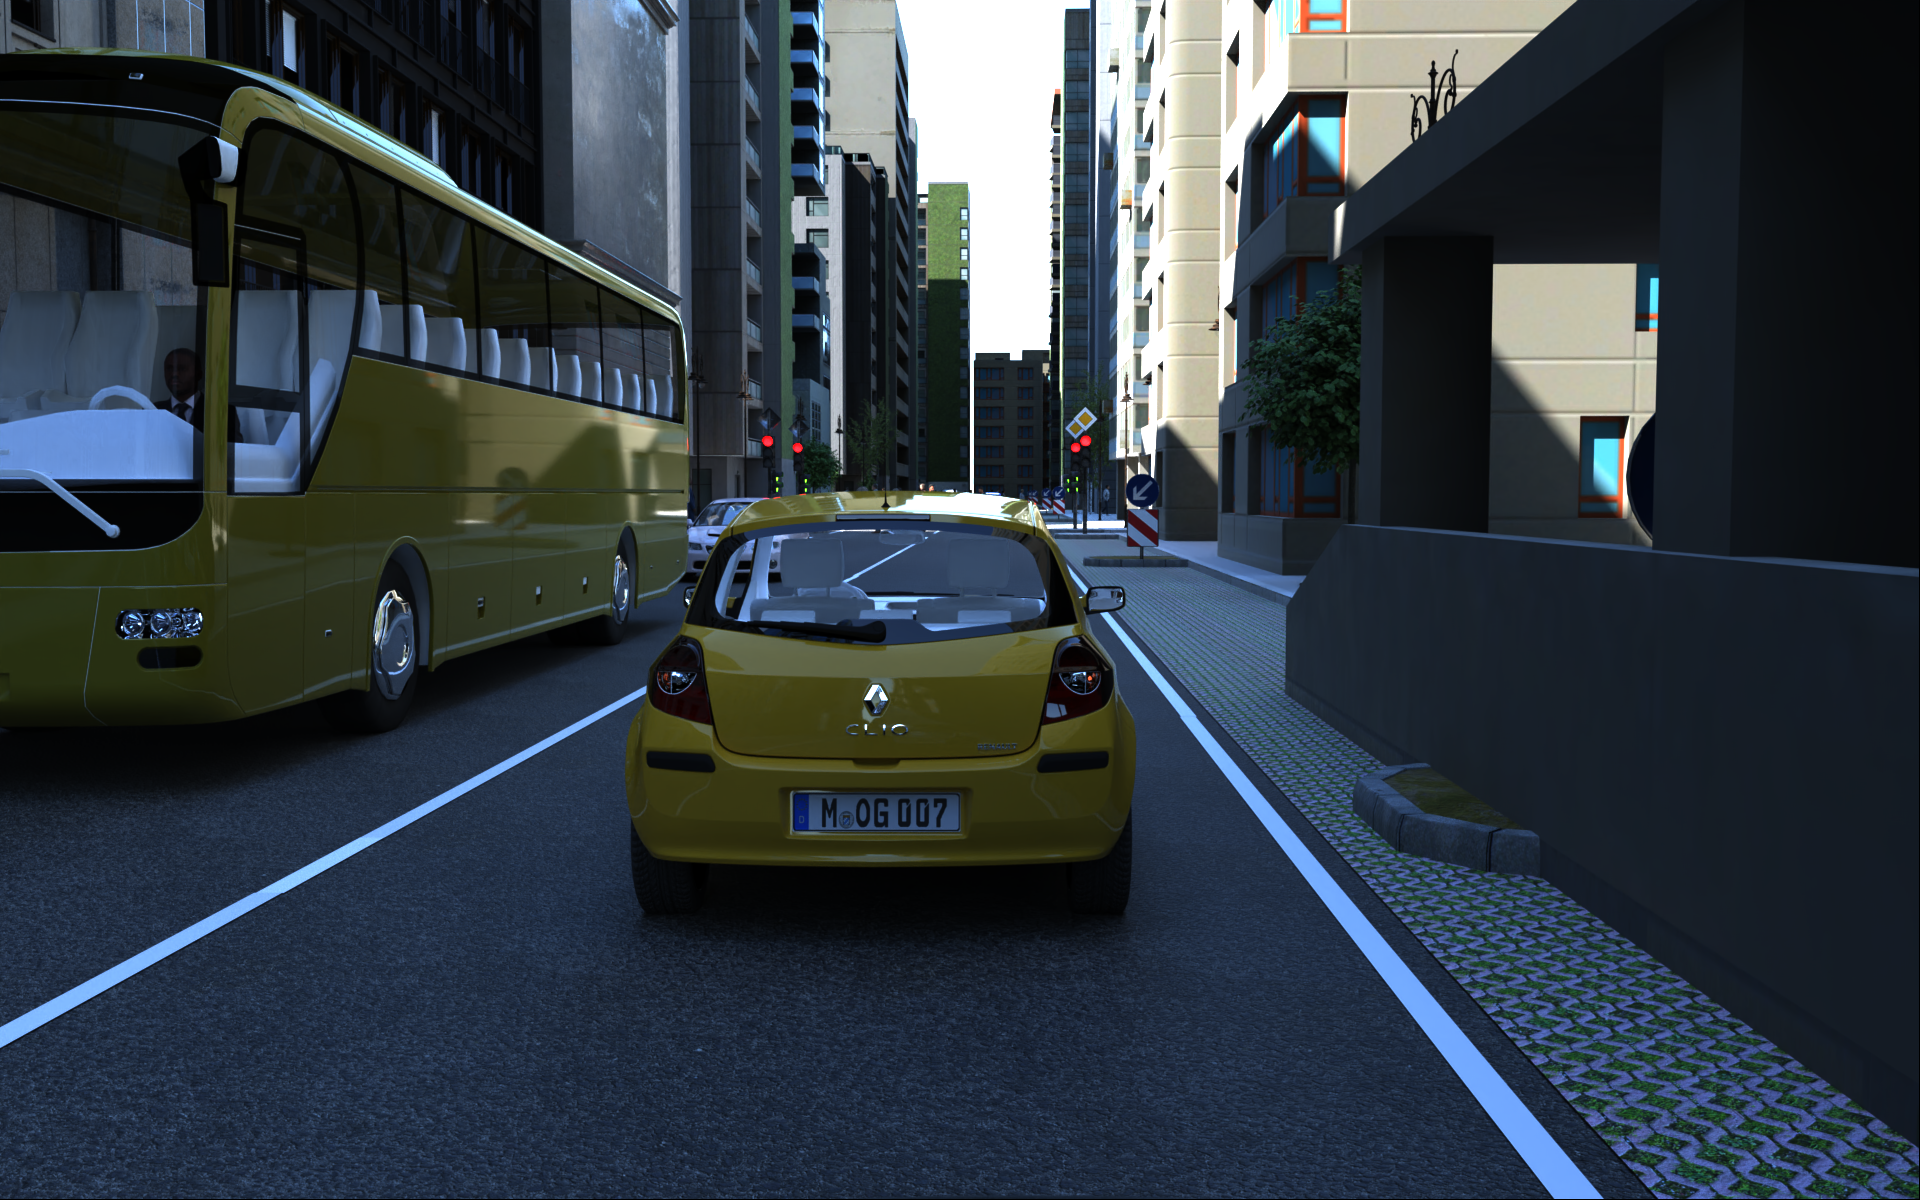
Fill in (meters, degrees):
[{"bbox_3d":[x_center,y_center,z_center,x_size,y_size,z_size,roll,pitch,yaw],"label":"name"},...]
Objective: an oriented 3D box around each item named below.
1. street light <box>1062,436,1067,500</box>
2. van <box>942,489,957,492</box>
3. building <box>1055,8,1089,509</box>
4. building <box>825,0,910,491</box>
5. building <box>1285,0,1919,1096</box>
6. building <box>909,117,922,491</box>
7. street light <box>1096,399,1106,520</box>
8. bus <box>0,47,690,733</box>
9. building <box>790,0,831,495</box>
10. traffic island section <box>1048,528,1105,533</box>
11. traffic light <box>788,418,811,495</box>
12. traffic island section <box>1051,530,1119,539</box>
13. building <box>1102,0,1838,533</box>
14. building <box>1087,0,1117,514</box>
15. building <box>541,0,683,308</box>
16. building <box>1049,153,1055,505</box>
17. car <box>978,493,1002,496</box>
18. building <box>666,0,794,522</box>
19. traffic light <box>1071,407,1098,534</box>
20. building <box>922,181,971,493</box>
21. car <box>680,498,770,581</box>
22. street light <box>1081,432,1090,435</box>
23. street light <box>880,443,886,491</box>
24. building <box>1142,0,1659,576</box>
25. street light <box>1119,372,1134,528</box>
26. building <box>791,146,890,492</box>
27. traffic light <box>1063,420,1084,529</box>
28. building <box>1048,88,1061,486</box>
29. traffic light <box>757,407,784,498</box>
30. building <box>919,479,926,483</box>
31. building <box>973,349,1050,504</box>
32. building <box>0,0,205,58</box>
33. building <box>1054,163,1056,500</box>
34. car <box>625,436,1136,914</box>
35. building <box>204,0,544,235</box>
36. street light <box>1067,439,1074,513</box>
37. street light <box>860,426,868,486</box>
[{"bbox_3d":[8.313,-10.110,138.085,0.468,5.910,1.993,0,4,2],"label":"street light"},{"bbox_3d":[-0.894,-8.533,146.529,2.013,2.044,4.112,0,4,1],"label":"van"},{"bbox_3d":[15.824,-28.520,149.902,14.154,41.232,14.086,0,4,2],"label":"building"},{"bbox_3d":[-16.058,-33.069,164.383,21.300,48.544,21.600,0,4,2],"label":"building"},{"bbox_3d":[18.233,-19.075,3.753,32.217,40.220,23.993,0,4,2],"label":"building"},{"bbox_3d":[-11.762,-30.534,182.825,14.154,41.232,14.086,0,4,2],"label":"building"},{"bbox_3d":[6.805,-6.808,84.097,0.468,5.910,1.993,0,4,2],"label":"street light"},{"bbox_3d":[-4.497,-1.351,13.642,2.896,3.916,12.252,0,4,2],"label":"bus"},{"bbox_3d":[-19.095,-48.772,110.093,22.319,86.520,31.000,0,4,2],"label":"building"},{"bbox_3d":[4.264,-2.542,63.845,2.009,0.180,2.903,0,4,2],"label":"traffic island section"},{"bbox_3d":[-5.933,-4.591,63.990,0.839,4.253,0.868,0,4,2],"label":"traffic light"},{"bbox_3d":[4.049,-2.054,55.863,2.009,0.180,2.903,0,4,2],"label":"traffic island section"},{"bbox_3d":[18.818,-23.519,76.413,23.993,40.220,32.217,0,4,2],"label":"building"},{"bbox_3d":[19.710,-35.562,123.443,21.231,58.520,28.212,0,4,2],"label":"building"},{"bbox_3d":[-26.040,-14.063,49.021,34.723,24.649,14.460,0,4,2],"label":"building"},{"bbox_3d":[17.728,-32.009,206.939,14.154,41.232,14.086,0,4,2],"label":"building"},{"bbox_3d":[1.386,-4.405,81.612,1.945,1.707,3.694,0,4,2],"label":"car"},{"bbox_3d":[-15.035,-23.930,74.856,14.154,41.232,14.086,0,4,2],"label":"building"},{"bbox_3d":[4.009,-4.087,55.750,0.839,4.253,0.868,0,4,2],"label":"traffic light"},{"bbox_3d":[-5.604,-33.366,229.130,14.086,41.232,14.154,0,4,2],"label":"building"},{"bbox_3d":[-3.694,-1.080,30.028,2.083,1.381,4.827,0,4,1],"label":"car"},{"bbox_3d":[7.378,-7.914,102.178,0.468,5.910,1.993,0,4,2],"label":"street light"},{"bbox_3d":[-6.047,-10.001,136.306,0.468,5.910,1.993,0,4,2],"label":"street light"},{"bbox_3d":[19.286,-11.965,40.667,27.650,21.520,28.899,0,4,2],"label":"building"},{"bbox_3d":[6.297,-5.681,65.671,0.468,5.910,1.993,0,4,2],"label":"street light"},{"bbox_3d":[-13.453,-22.929,146.595,14.160,30.474,14.107,0,4,2],"label":"building"},{"bbox_3d":[4.225,-4.576,63.733,0.839,4.253,0.868,0,4,2],"label":"traffic light"},{"bbox_3d":[20.651,-32.458,185.308,22.147,44.769,28.867,0,4,2],"label":"building"},{"bbox_3d":[-6.149,-4.103,56.008,0.839,4.253,0.868,0,4,2],"label":"traffic light"},{"bbox_3d":[-18.951,-33.554,203.231,28.867,44.769,22.147,0,4,2],"label":"building"},{"bbox_3d":[16.504,-23.946,236.558,28.899,21.520,27.650,0,4,2],"label":"building"},{"bbox_3d":[-15.720,-11.839,11.588,12.078,24.808,19.932,0,4,2],"label":"building"},{"bbox_3d":[16.464,-29.383,164.001,14.154,41.232,14.086,0,4,2],"label":"building"},{"bbox_3d":[-0.255,0.177,7.336,2.015,1.641,3.980,0,4,0],"label":"car"},{"bbox_3d":[-15.511,-12.260,30.132,12.332,23.373,15.834,0,4,2],"label":"building"},{"bbox_3d":[7.848,-9.012,120.131,0.468,5.910,1.993,0,4,2],"label":"street light"},{"bbox_3d":[-6.586,-8.892,118.177,0.468,5.910,1.993,0,4,2],"label":"street light"}]
